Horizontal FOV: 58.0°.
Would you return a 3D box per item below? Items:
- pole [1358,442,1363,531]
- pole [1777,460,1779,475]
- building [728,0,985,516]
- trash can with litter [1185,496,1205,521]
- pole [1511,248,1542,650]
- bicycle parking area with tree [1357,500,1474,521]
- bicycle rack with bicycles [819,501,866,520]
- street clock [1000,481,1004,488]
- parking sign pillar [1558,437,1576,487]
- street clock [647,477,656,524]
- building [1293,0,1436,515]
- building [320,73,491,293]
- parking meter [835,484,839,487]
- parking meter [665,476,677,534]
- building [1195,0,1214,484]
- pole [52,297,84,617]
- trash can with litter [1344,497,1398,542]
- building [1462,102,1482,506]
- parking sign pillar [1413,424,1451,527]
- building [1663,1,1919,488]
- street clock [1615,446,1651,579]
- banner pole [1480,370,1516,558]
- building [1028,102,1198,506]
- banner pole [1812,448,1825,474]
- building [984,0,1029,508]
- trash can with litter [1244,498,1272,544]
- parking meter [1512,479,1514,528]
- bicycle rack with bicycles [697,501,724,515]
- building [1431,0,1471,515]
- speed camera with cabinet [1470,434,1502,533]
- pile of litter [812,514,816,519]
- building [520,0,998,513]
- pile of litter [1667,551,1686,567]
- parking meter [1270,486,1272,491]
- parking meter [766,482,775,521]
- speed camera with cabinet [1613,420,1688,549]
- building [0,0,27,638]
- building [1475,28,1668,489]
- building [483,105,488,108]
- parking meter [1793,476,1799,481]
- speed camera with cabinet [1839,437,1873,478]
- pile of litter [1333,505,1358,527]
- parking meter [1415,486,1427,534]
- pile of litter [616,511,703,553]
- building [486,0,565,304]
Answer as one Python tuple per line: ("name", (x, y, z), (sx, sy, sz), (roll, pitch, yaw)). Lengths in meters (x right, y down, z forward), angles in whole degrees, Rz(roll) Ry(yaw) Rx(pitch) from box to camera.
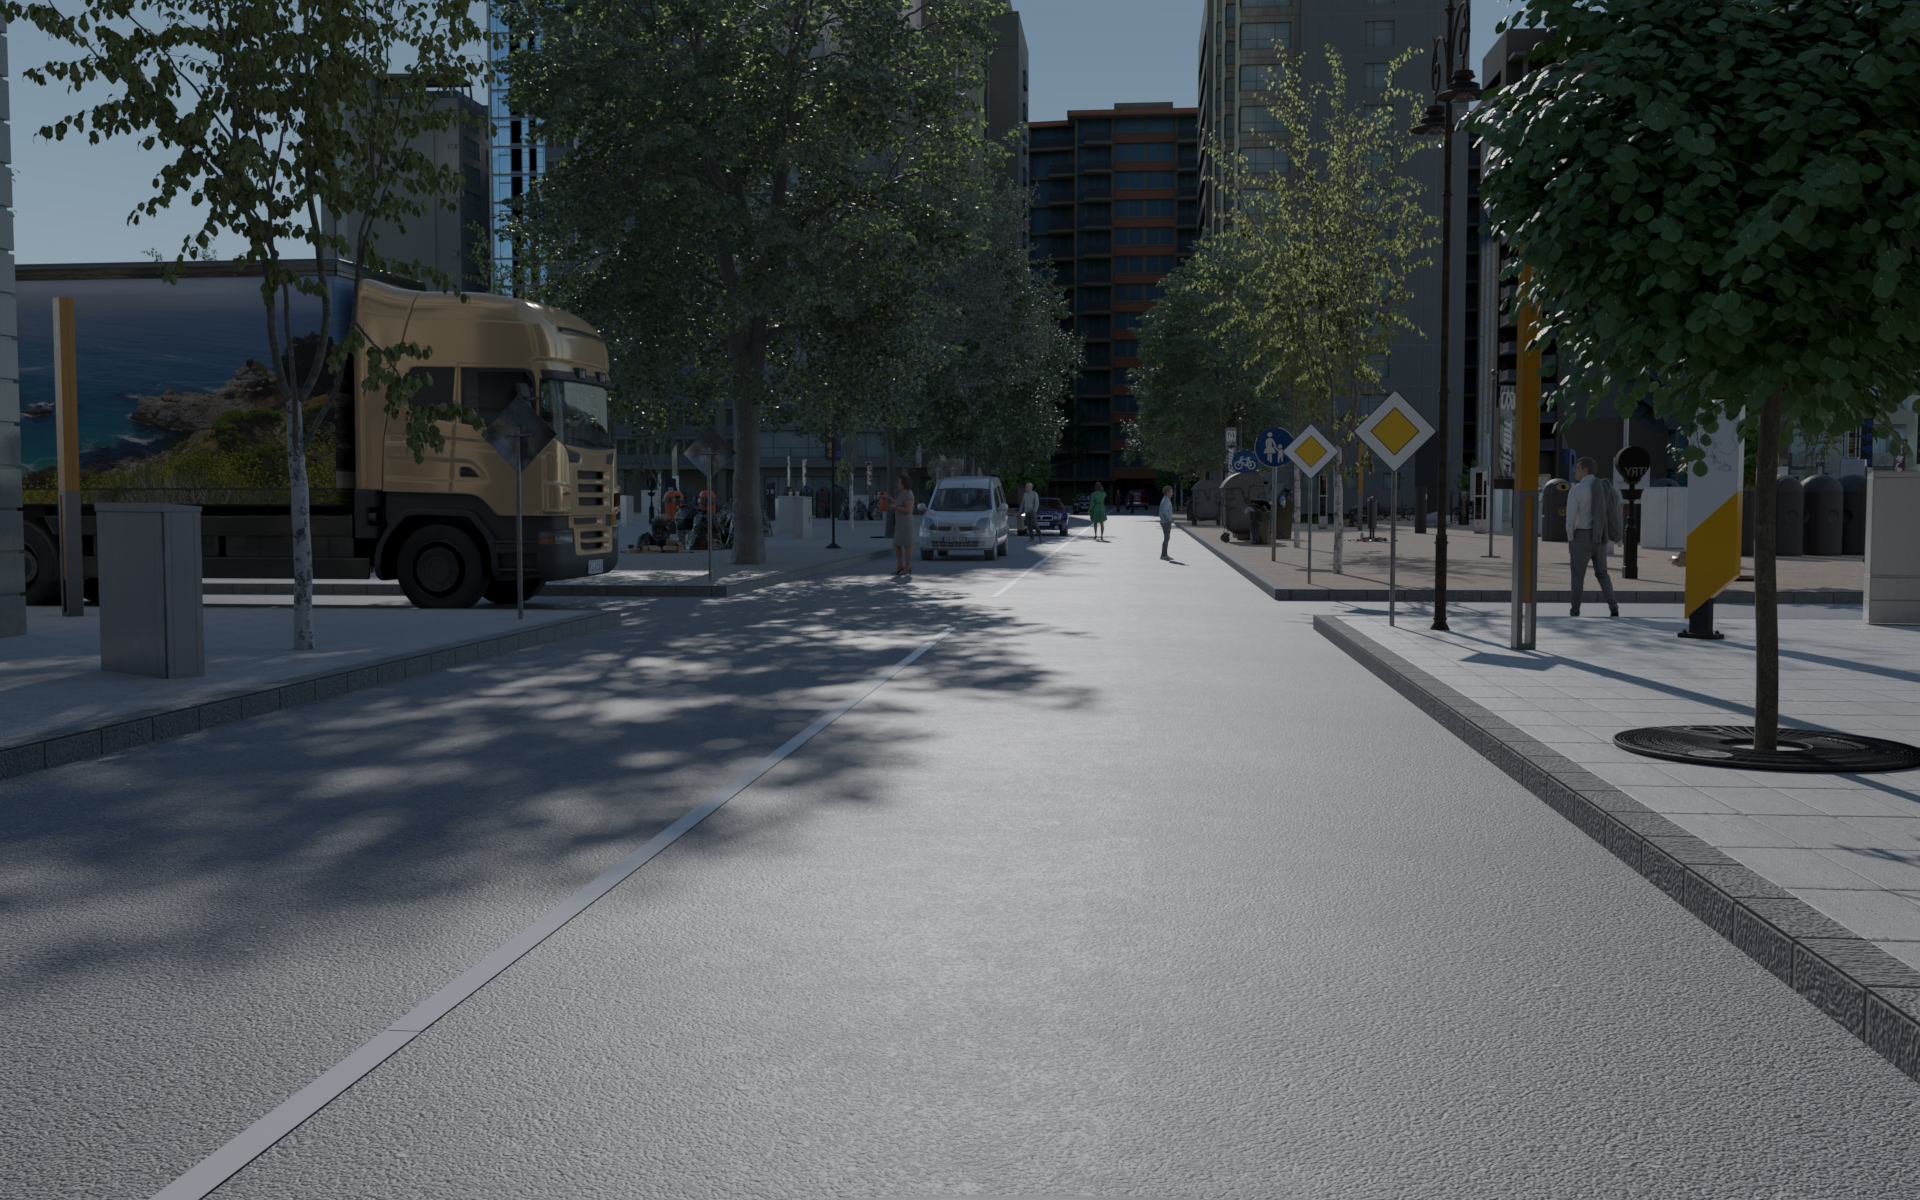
("pole", (14.056, -4.093, 60.769), (0.158, 3.312, 0.155), (0, 3, 0))
("pole", (23.044, -3.375, 49.025), (0.158, 3.312, 0.155), (0, 3, 0))
("building", (-6.005, -25.957, 107.997), (14.154, 41.232, 14.086), (0, 4, 6))
("trash can with litter", (11.149, -4.298, 81.658), (1.055, 1.170, 0.624), (2, 4, 27))
("pole", (4.664, -1.248, 14.242), (0.158, 3.312, 0.155), (0, 3, 0))
("bicycle parking area with tree", (23.187, -6.017, 85.385), (9.016, 4.147, 8.231), (2, 4, 25))
("bicycle rack with bicycles", (-6.047, -4.562, 87.968), (2.852, 0.926, 2.925), (0, 4, 0))
("street clock", (2.203, -5.456, 93.781), (0.358, 2.002, 0.471), (-1, 4, -11))
("parking sign pillar", (26.205, -5.277, 74.758), (1.447, 3.967, 1.447), (2, 4, 34))
("street clock", (-13.024, -4.193, 73.122), (0.358, 2.002, 0.471), (-2, 4, -34))
("building", (26.133, -27.136, 127.265), (14.154, 41.232, 14.086), (0, 4, 6))
("building", (-53.413, -29.846, 171.571), (14.086, 41.232, 14.154), (0, 4, 6))
("parking meter", (-7.143, -5.728, 99.368), (0.399, 1.863, 0.255), (-1, 4, -11))
("parking meter", (-9.235, -3.040, 55.422), (0.399, 1.863, 0.255), (-1, 4, -8))
("building", (32.816, -32.724, 158.745), (21.300, 48.544, 21.600), (0, 4, 6))
("pole", (-9.314, -1.483, 18.085), (0.158, 3.312, 0.155), (0, 3, 0))
("trash can with litter", (10.998, -2.193, 46.906), (1.678, 1.210, 2.233), (1, 4, 22))
("building", (62.983, -32.884, 192.283), (28.867, 44.769, 22.147), (0, 4, 6))
("parking sign pillar", (18.337, -4.814, 67.177), (1.447, 3.967, 1.447), (3, 4, 39))
("building", (78.630, -32.673, 153.812), (30.456, 49.044, 23.786), (0, 4, 6))
("street clock", (10.166, -1.325, 26.226), (0.471, 2.002, 0.358), (0, 4, 7))
("banner pole", (10.953, -2.754, 35.047), (0.863, 3.779, 0.401), (-2, 4, -25))
("building", (19.991, -33.154, 196.690), (28.867, 44.769, 22.147), (0, 4, 6))
("banner pole", (46.061, -6.306, 93.127), (0.401, 3.779, 0.863), (-3, 5, -42))
("building", (-4.692, -33.024, 163.636), (21.600, 48.544, 21.300), (0, 4, 6))
("trash can with litter", (7.670, -2.005, 44.171), (0.624, 1.170, 1.055), (2, 4, 25))
("parking meter", (20.923, -3.631, 65.076), (0.255, 1.863, 0.399), (3, 4, 36))
("bicycle rack with bicycles", (-13.720, -5.070, 96.275), (2.925, 0.926, 2.852), (2, 4, 29))
("building", (24.911, -26.279, 113.257), (14.154, 41.232, 14.086), (0, 4, 6))
("speed camera with cabinet", (17.521, -3.873, 57.658), (0.660, 3.252, 2.038), (2, 4, 31))
("pile of litter", (-8.163, -4.685, 90.563), (1.719, 0.858, 1.176), (-1, 4, -22))
("building", (-13.294, -26.665, 127.856), (32.217, 40.220, 23.993), (0, 4, 6))
("pile of litter", (13.206, -1.037, 30.917), (1.719, 0.858, 1.176), (-3, 5, -42))
("parking meter", (9.244, -2.584, 50.651), (0.372, 1.533, 0.369), (0, 3, 0))
("parking meter", (-9.097, -4.740, 83.212), (0.399, 1.863, 0.255), (-3, 5, -40))
("speed camera with cabinet", (16.372, -2.859, 41.076), (0.660, 3.252, 2.038), (-1, 4, -16))
("building", (-23.685, -14.281, 10.989), (29.804, 29.767, 11.434), (0, 4, 6))
("building", (56.932, -31.266, 161.313), (14.200, 45.320, 14.600), (0, 4, 6))
("building", (-54.525, -33.610, 199.642), (14.200, 45.320, 14.600), (0, 4, 6))
("parking meter", (27.673, -3.176, 57.637), (0.255, 1.863, 0.399), (-1, 4, -9))
("speed camera with cabinet", (22.085, -2.970, 42.901), (0.660, 3.252, 2.038), (2, 4, 31))
("pile of litter", (15.192, -3.295, 67.846), (1.176, 0.858, 1.719), (2, 4, 23))
("parking meter", (15.003, -2.934, 56.380), (0.372, 1.533, 0.369), (0, 3, 0))
("pile of litter", (-6.517, -1.456, 37.772), (1.719, 0.858, 1.176), (1, 4, 15))
("building", (-30.982, -52.062, 163.886), (31.000, 86.520, 22.319), (0, 4, 6))
